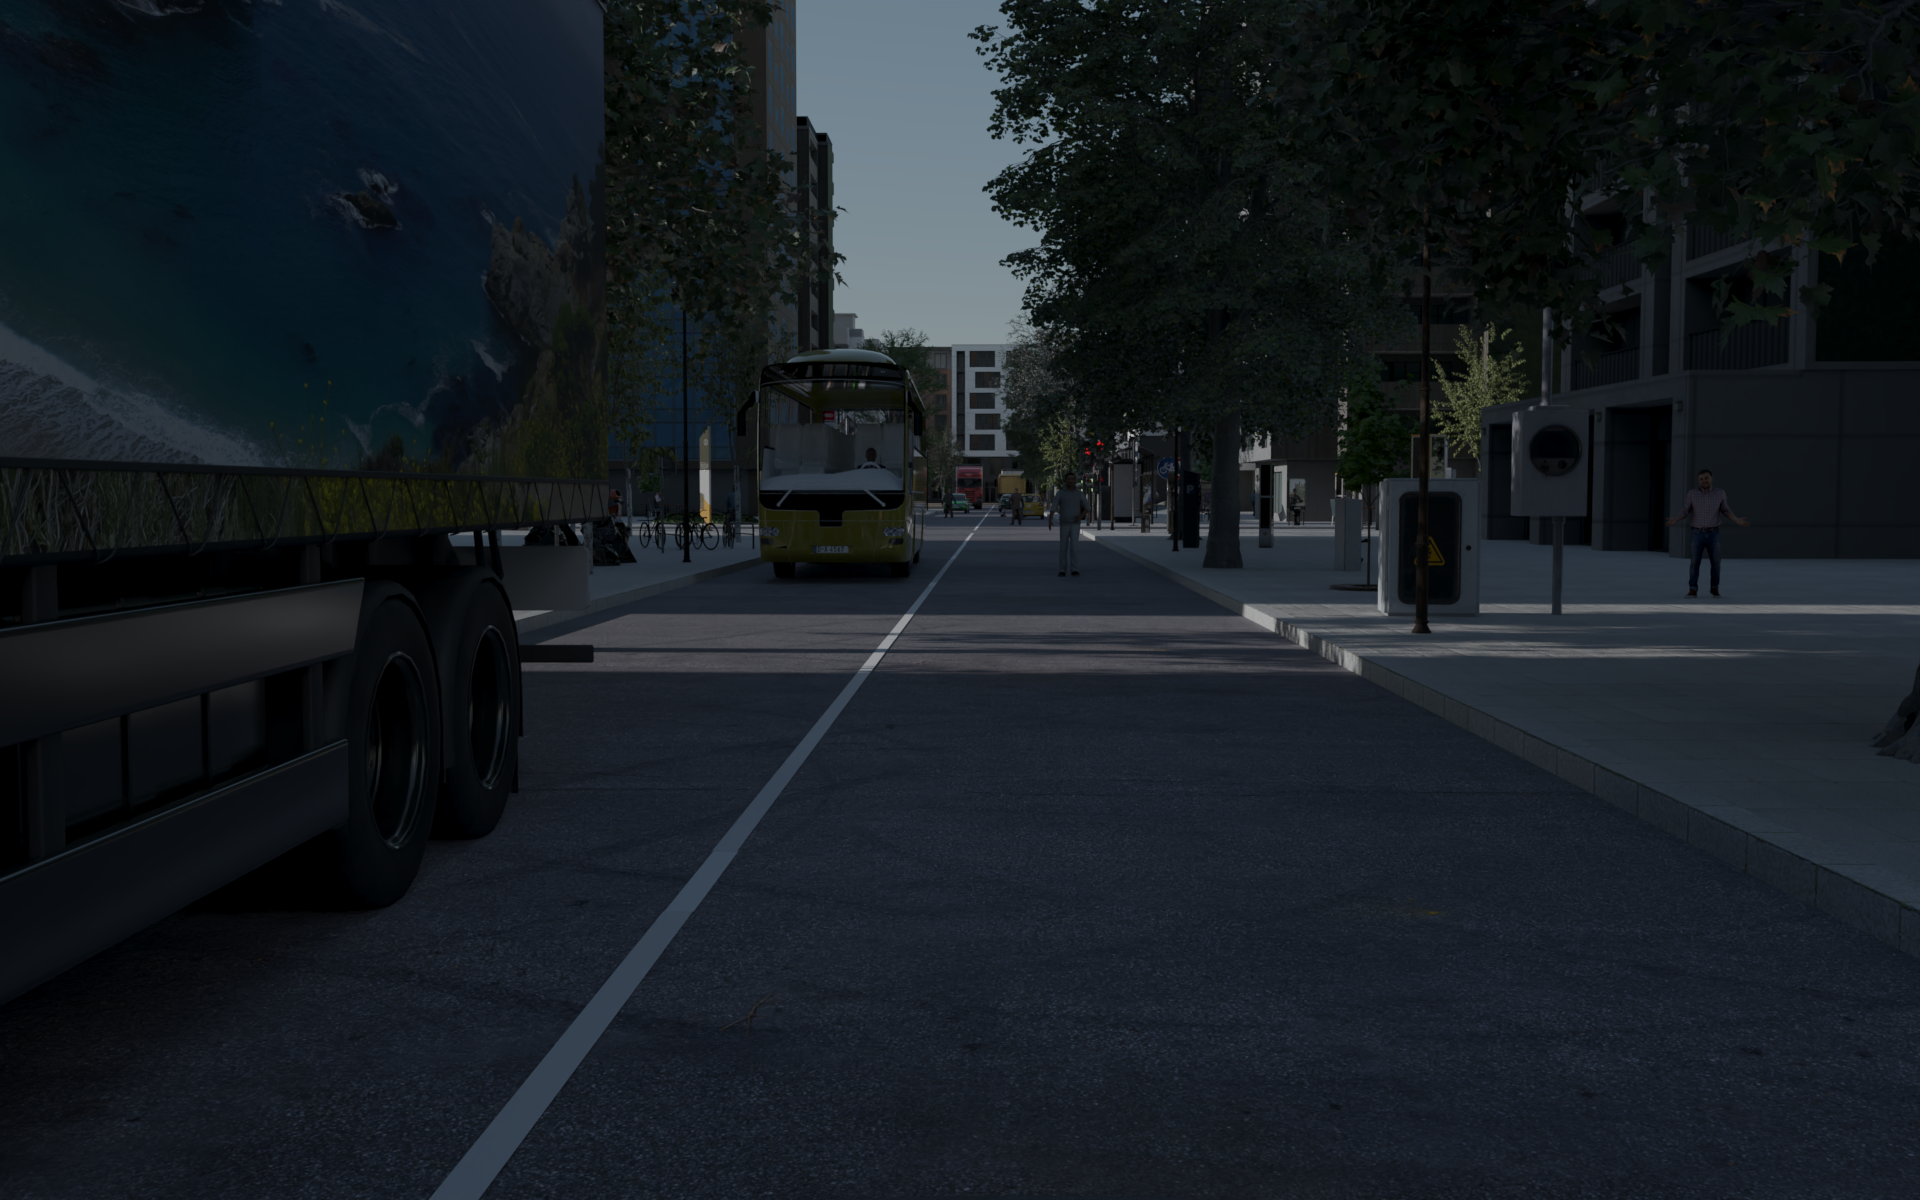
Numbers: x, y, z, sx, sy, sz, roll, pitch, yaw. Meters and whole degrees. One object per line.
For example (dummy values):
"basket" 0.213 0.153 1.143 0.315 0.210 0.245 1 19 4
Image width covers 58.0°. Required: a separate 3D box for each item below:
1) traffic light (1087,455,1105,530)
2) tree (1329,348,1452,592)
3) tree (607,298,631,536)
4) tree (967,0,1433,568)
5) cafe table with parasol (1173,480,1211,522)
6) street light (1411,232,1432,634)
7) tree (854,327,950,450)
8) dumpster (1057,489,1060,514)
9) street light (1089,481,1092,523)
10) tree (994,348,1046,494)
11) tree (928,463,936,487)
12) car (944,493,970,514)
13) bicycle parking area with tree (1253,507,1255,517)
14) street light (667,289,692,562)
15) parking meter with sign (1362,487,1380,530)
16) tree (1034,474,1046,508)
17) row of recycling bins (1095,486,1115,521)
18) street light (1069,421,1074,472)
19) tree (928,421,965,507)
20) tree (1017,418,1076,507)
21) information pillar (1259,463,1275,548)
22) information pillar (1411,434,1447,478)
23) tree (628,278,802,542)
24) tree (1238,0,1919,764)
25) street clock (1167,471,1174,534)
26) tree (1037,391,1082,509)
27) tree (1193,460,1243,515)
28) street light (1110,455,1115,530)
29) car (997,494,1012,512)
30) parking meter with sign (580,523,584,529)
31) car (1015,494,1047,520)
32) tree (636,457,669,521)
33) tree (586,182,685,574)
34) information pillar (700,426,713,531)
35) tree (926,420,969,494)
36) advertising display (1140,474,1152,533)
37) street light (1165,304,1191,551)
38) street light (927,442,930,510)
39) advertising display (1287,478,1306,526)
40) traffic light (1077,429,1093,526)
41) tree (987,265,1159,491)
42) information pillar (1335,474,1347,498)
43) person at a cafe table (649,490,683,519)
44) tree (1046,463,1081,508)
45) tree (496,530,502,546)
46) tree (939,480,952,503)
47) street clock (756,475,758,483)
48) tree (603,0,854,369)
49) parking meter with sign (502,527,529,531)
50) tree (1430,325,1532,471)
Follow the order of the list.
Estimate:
"traffic light" 4.931 -4.440 61.509 0.839 4.253 0.868 0 4 1
"tree" 5.418 -1.742 23.091 1.663 3.219 1.824 0 3 0
"tree" -10.136 -6.218 52.026 4.360 8.622 3.978 0 3 0
"tree" 4.561 -7.538 29.903 9.857 13.997 8.962 0 3 0
"cafe table with parasol" 11.360 -4.696 81.643 2.610 1.966 2.610 2 4 28
"street light" 4.260 -2.631 15.810 0.468 5.910 1.993 0 4 1
"tree" -4.409 -11.125 107.644 9.928 11.665 9.643 0 3 0
"dumpster" 6.896 -6.475 111.624 1.264 1.857 1.865 0 4 1
"street light" 5.682 -6.284 75.539 0.468 5.910 1.993 0 4 1
"tree" 10.527 -22.168 218.329 12.611 20.169 13.585 0 3 0
"tree" -3.698 -9.718 142.611 4.285 4.588 4.351 0 3 0
"car" -0.241 -7.267 127.613 1.959 1.807 4.718 0 4 3
"bicycle parking area with tree" 20.883 -6.671 96.080 8.231 4.147 9.016 3 5 40
"street light" -5.136 -3.645 32.385 0.468 5.910 1.993 0 4 1
"parking meter with sign" 15.091 -3.977 61.278 1.738 3.016 0.543 1 4 21
"tree" 7.962 -10.278 162.642 1.663 3.219 1.824 0 3 0
"row of recycling bins" 7.516 -4.798 85.564 1.069 1.692 3.534 1 4 21
"street light" 6.277 -7.663 98.075 0.468 5.910 1.993 0 4 1
"tree" -1.655 -13.657 173.648 4.360 8.622 3.978 0 3 0
"tree" 9.257 -15.836 177.041 7.486 12.596 7.792 0 3 0
"information pillar" 7.321 -2.255 41.358 0.304 2.012 0.304 1 4 22
"information pillar" 5.771 -1.033 21.382 0.304 2.012 0.304 -2 4 -34
"tree" -5.926 -5.823 45.569 4.360 8.622 3.978 0 3 0
"tree" 5.034 -5.582 8.266 9.611 12.733 9.660 0 3 0
"street clock" 6.789 -3.118 55.556 0.358 2.002 0.471 1 4 13
"tree" 7.015 -10.150 116.310 4.737 8.622 4.395 0 3 0
"tree" 15.882 -7.568 107.448 4.285 4.588 4.351 0 3 0
"street light" 5.392 -5.403 61.133 0.468 5.910 1.993 0 4 1
"car" 4.048 -7.846 140.076 2.131 1.459 4.920 0 4 2
"parking meter with sign" -13.357 -4.006 61.757 0.543 3.016 1.738 -1 4 -14
"car" 3.966 -5.421 98.859 2.015 1.641 3.980 0 4 2
"tree" -14.946 -5.375 82.485 1.663 3.219 1.824 0 3 0
"tree" -5.962 -4.701 27.216 4.737 8.622 4.395 0 3 0
"information pillar" -8.795 -4.192 59.892 0.504 3.616 0.183 3 5 40
"tree" -2.082 -17.437 219.509 7.601 10.594 8.767 1 4 23
"advertising display" 6.154 -3.192 57.399 0.123 1.923 0.974 1 4 23
"street light" 4.827 -4.025 38.597 0.468 5.910 1.993 0 4 1
"street light" -2.591 -10.105 138.000 0.468 5.910 1.993 0 4 1
"advertising display" 13.733 -4.005 70.690 0.974 1.923 0.123 -2 4 -35
"traffic light" 5.129 -4.928 69.492 0.839 4.253 0.868 0 4 1
"tree" 6.371 -10.935 89.156 12.009 13.543 11.850 0 3 0
"information pillar" 13.453 -3.467 61.182 0.304 2.012 0.304 3 5 41
"person at a cafe table" -15.244 -4.954 89.510 1.622 1.524 1.698 -1 4 -17
"tree" 6.567 -6.904 107.477 1.663 3.219 1.824 0 3 0
"tree" -10.773 -5.502 40.326 4.360 8.622 3.978 0 3 0
"tree" -1.911 -12.769 203.371 1.663 3.219 1.824 0 3 0
"street clock" -5.987 -2.956 52.900 0.471 2.002 0.358 3 5 44
"tree" -5.770 -6.035 15.673 9.611 12.733 9.660 0 3 0
"parking meter with sign" -15.282 -3.941 60.703 1.738 3.016 0.543 1 4 17
"tree" 22.106 -7.518 73.283 4.737 8.622 4.395 0 3 0
